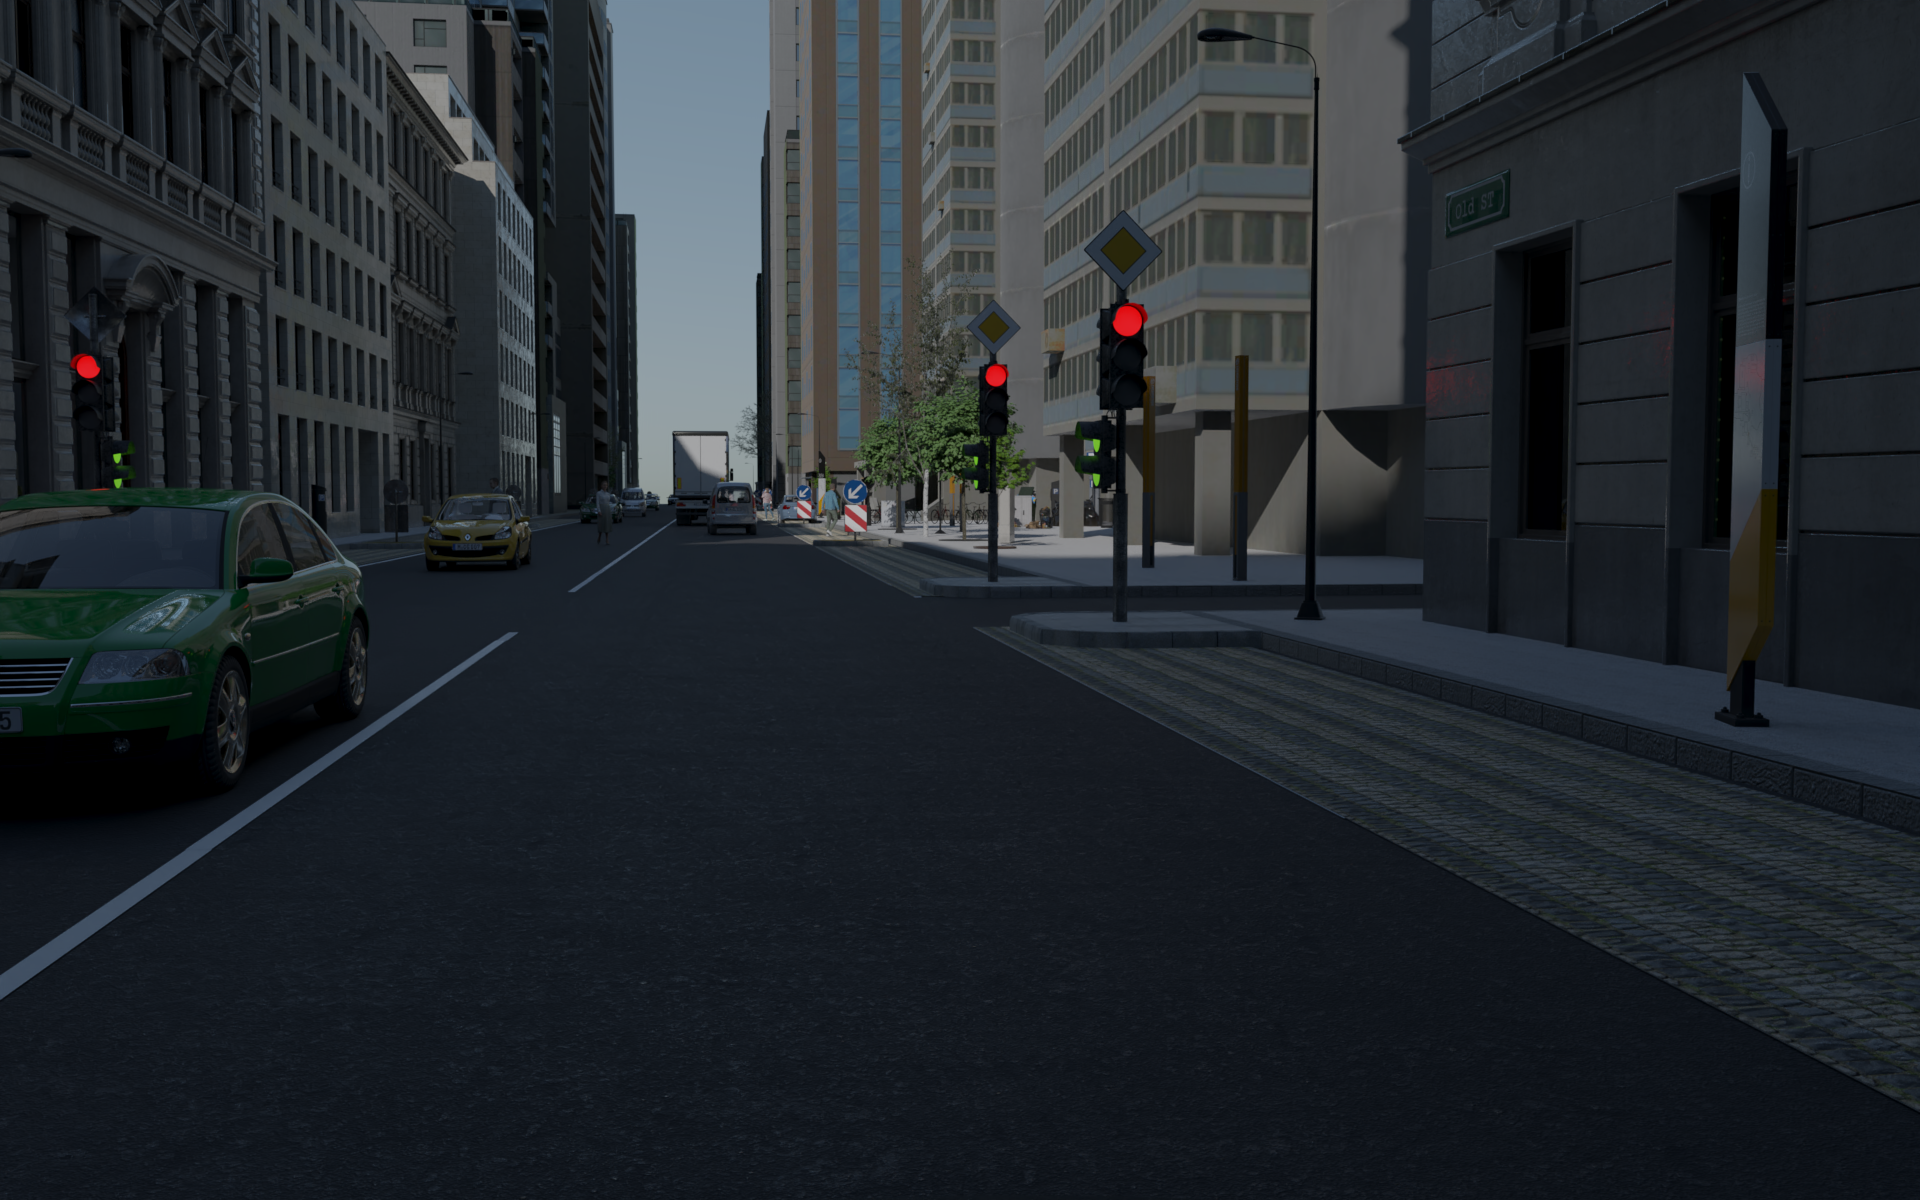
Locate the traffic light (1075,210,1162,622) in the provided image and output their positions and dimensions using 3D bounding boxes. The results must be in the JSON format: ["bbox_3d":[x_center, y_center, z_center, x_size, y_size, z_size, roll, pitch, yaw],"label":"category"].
[{"bbox_3d":[1.590,-1.736,17.310,0.839,4.253,0.868,0,4,-8],"label":"traffic light"}]

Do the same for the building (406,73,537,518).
[{"bbox_3d":[-27.561,-14.209,87.065,10.420,20.320,16.860,0,4,-8],"label":"building"}]

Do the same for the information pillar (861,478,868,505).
[{"bbox_3d":[-4.304,-4.539,78.712,0.304,2.012,0.304,-2,4,-35],"label":"information pillar"}]

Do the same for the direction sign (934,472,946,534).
[{"bbox_3d":[-0.635,-3.900,55.756,0.876,3.537,0.379,3,4,36],"label":"direction sign"}]

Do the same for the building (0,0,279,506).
[{"bbox_3d":[-20.209,-12.388,31.422,11.050,23.489,19.941,0,4,-8],"label":"building"}]

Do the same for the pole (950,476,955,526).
[{"bbox_3d":[-0.310,-4.633,69.595,0.158,3.312,0.155,0,3,0],"label":"pole"}]

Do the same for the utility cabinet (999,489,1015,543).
[{"bbox_3d":[1.210,-2.238,45.274,0.318,1.500,1.173,0,4,8],"label":"utility cabinet"}]

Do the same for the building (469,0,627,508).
[{"bbox_3d":[-54.039,-55.535,220.676,22.319,86.520,31.000,0,4,-8],"label":"building"}]

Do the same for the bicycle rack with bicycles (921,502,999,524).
[{"bbox_3d":[0.385,-3.708,74.003,2.852,0.926,2.925,-2,4,-28],"label":"bicycle rack with bicycles"}]

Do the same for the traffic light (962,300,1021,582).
[{"bbox_3d":[0.462,-2.220,25.216,0.839,4.253,0.868,0,4,-8],"label":"traffic light"}]

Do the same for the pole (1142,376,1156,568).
[{"bbox_3d":[3.274,-2.213,30.022,0.158,3.312,0.155,0,3,0],"label":"pole"}]

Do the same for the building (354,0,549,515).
[{"bbox_3d":[-32.582,-20.291,103.453,14.160,30.474,14.107,0,4,-8],"label":"building"}]

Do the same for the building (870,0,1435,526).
[{"bbox_3d":[10.966,-24.357,90.124,32.217,40.220,23.993,0,4,-8],"label":"building"}]

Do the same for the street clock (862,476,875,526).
[{"bbox_3d":[-3.680,-3.989,69.794,0.471,2.002,0.358,1,4,12],"label":"street clock"}]

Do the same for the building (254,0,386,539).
[{"bbox_3d":[-23.401,-11.943,50.012,10.420,20.320,16.860,0,4,-8],"label":"building"}]

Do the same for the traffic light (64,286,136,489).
[{"bbox_3d":[-11.675,-2.113,23.474,0.839,4.253,0.868,0,4,-8],"label":"traffic light"}]

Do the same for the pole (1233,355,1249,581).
[{"bbox_3d":[4.143,-1.939,25.546,0.158,3.312,0.155,0,3,0],"label":"pole"}]

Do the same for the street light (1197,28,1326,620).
[{"bbox_3d":[3.052,-2.750,17.506,1.470,5.913,1.316,0,4,-8],"label":"street light"}]

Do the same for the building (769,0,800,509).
[{"bbox_3d":[-7.171,-37.907,161.786,21.231,58.520,28.212,0,4,-8],"label":"building"}]

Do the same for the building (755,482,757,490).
[{"bbox_3d":[-13.141,-33.999,247.764,32.217,40.220,23.993,0,4,-8],"label":"building"}]

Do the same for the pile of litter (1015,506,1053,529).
[{"bbox_3d":[2.905,-3.079,64.315,1.176,0.858,1.719,2,4,26],"label":"pile of litter"}]

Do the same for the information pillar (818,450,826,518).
[{"bbox_3d":[-7.357,-6.171,92.249,0.183,3.616,0.504,-3,5,-45],"label":"information pillar"}]

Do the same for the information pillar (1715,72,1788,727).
[{"bbox_3d":[4.366,-1.110,9.502,0.183,3.616,0.504,0,4,6],"label":"information pillar"}]

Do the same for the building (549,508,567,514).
[{"bbox_3d":[-39.597,-49.591,123.483,22.319,86.520,31.000,0,4,-8],"label":"building"}]

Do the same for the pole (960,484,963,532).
[{"bbox_3d":[0.084,-3.962,58.624,0.158,3.312,0.155,0,3,0],"label":"pole"}]

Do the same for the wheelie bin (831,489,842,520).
[{"bbox_3d":[-6.217,-4.782,86.096,0.693,1.594,0.980,0,4,1],"label":"wheelie bin"}]

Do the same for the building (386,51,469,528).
[{"bbox_3d":[-25.925,-12.433,67.911,10.561,19.102,19.286,0,4,-8],"label":"building"}]

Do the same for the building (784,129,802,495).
[{"bbox_3d":[-7.331,-22.603,141.261,14.160,30.474,14.107,0,4,-8],"label":"building"}]

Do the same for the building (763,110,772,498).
[{"bbox_3d":[-15.313,-33.574,199.053,14.600,45.320,14.200,0,4,-8],"label":"building"}]

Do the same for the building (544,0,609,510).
[{"bbox_3d":[-42.380,-32.258,151.126,21.300,48.544,21.600,0,4,-8],"label":"building"}]

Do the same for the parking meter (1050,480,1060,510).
[{"bbox_3d":[3.962,-4.063,72.147,0.399,1.863,0.255,0,4,0],"label":"parking meter"}]

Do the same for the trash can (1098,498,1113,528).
[{"bbox_3d":[5.552,-3.292,65.481,0.748,1.137,0.748,0,3,0],"label":"trash can"}]

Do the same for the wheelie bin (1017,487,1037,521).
[{"bbox_3d":[2.876,-4.073,74.501,0.980,1.594,0.693,2,4,29],"label":"wheelie bin"}]

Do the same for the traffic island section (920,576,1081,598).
[{"bbox_3d":[0.503,-0.187,25.335,2.009,0.180,2.903,0,4,-8],"label":"traffic island section"}]

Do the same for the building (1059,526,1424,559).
[{"bbox_3d":[15.315,-21.422,42.123,23.993,40.220,32.217,0,4,-8],"label":"building"}]

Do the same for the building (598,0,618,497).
[{"bbox_3d":[-49.711,-39.767,192.195,21.231,58.520,28.212,0,4,-8],"label":"building"}]

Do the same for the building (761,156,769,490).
[{"bbox_3d":[-17.388,-32.388,213.142,14.154,41.232,14.086,0,4,-8],"label":"building"}]

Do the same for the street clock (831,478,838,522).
[{"bbox_3d":[-5.818,-4.614,80.016,0.358,2.002,0.471,-1,4,-10],"label":"street clock"}]

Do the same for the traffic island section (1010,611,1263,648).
[{"bbox_3d":[1.631,0.297,17.430,2.009,0.180,2.903,0,4,-8],"label":"traffic island section"}]

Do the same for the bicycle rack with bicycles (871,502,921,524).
[{"bbox_3d":[-2.860,-3.765,74.938,2.925,0.926,2.852,-1,4,-16],"label":"bicycle rack with bicycles"}]

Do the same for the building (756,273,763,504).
[{"bbox_3d":[-19.693,-27.869,227.355,14.160,30.474,14.107,0,4,-8],"label":"building"}]

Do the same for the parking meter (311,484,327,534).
[{"bbox_3d":[-16.657,-2.239,45.023,0.372,1.533,0.369,0,3,0],"label":"parking meter"}]

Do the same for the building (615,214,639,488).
[{"bbox_3d":[-53.016,-34.338,245.020,14.154,41.232,14.086,0,4,-8],"label":"building"}]

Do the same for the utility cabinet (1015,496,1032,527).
[{"bbox_3d":[2.309,-3.491,68.245,1.020,1.237,0.306,0,4,-2],"label":"utility cabinet"}]

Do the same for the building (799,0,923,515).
[{"bbox_3d":[-3.095,-28.279,112.476,14.600,45.320,14.200,0,4,-8],"label":"building"}]
